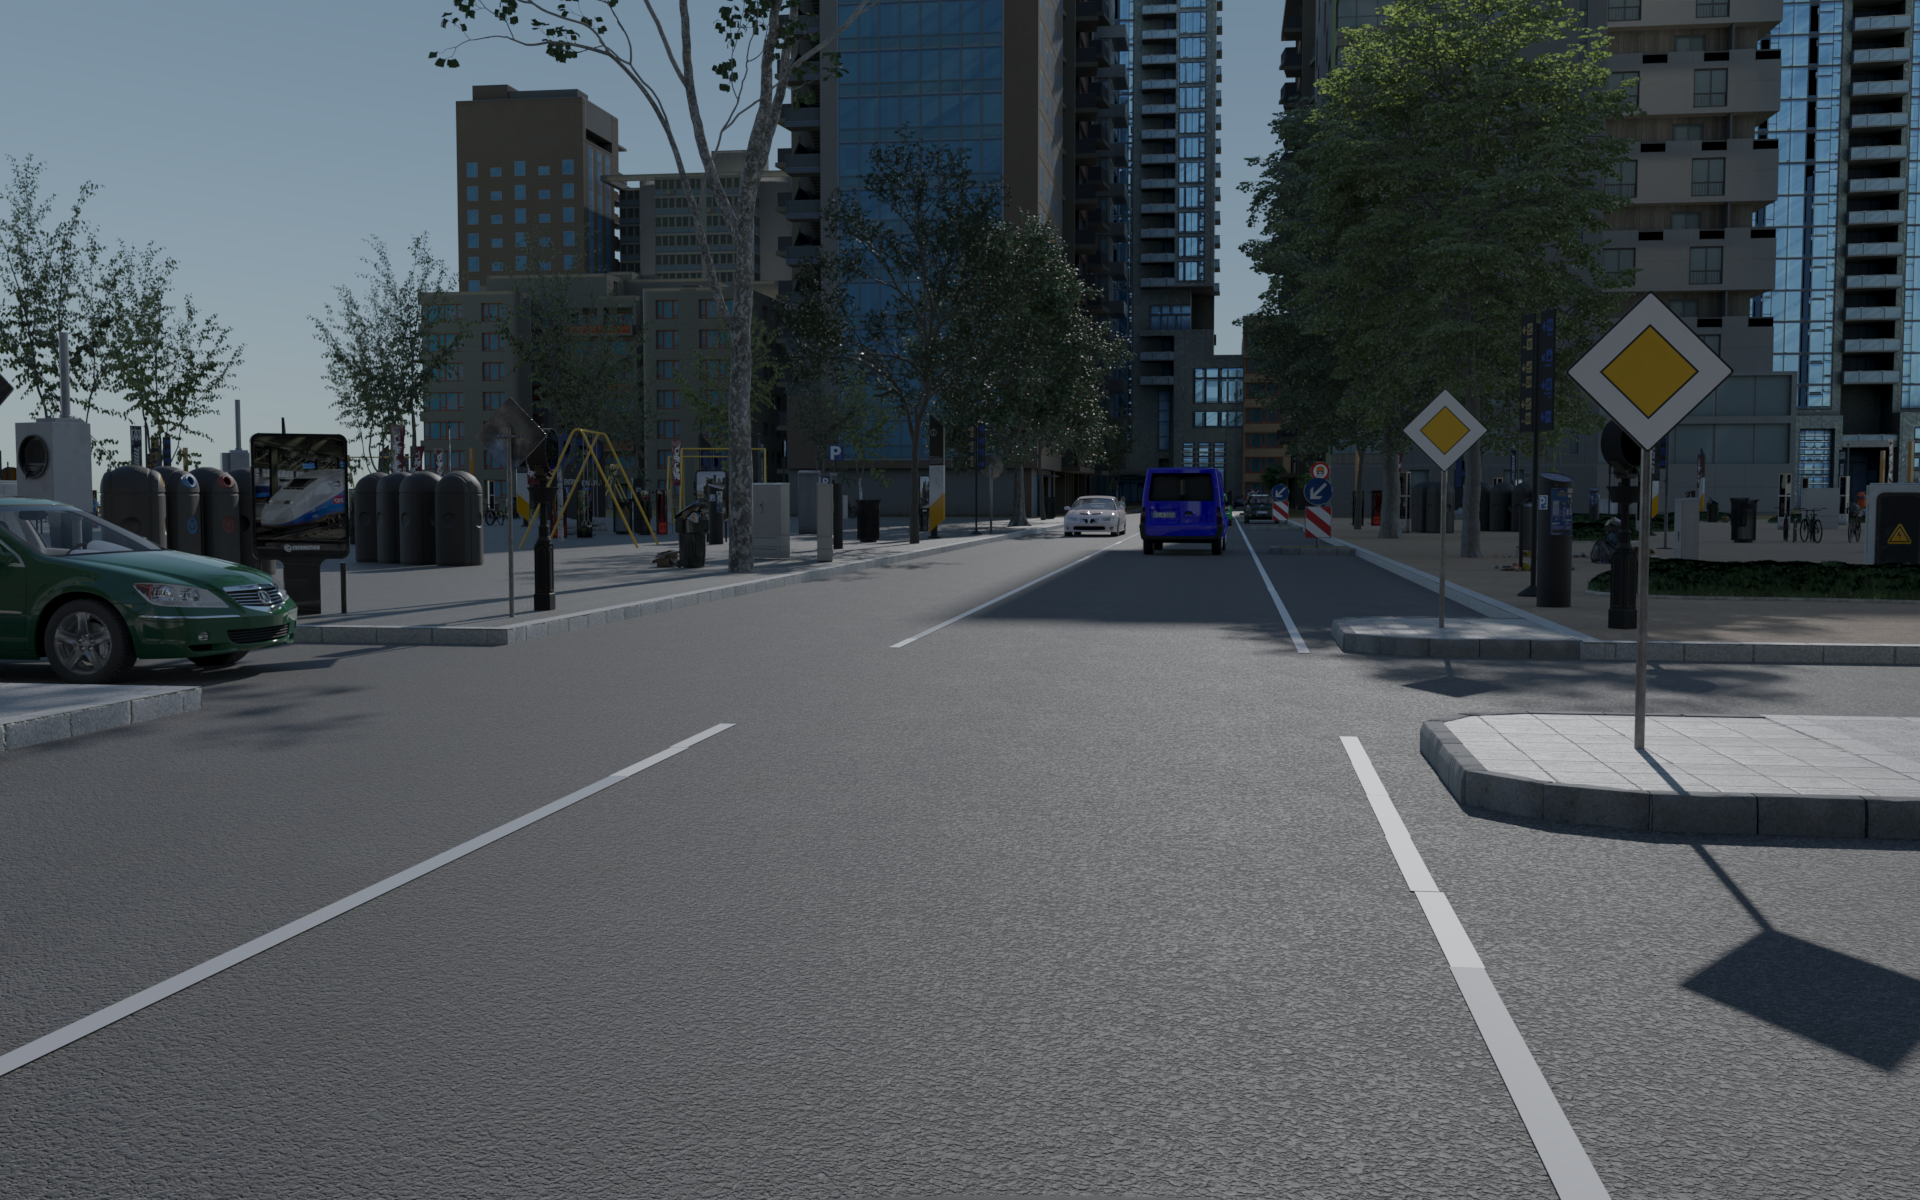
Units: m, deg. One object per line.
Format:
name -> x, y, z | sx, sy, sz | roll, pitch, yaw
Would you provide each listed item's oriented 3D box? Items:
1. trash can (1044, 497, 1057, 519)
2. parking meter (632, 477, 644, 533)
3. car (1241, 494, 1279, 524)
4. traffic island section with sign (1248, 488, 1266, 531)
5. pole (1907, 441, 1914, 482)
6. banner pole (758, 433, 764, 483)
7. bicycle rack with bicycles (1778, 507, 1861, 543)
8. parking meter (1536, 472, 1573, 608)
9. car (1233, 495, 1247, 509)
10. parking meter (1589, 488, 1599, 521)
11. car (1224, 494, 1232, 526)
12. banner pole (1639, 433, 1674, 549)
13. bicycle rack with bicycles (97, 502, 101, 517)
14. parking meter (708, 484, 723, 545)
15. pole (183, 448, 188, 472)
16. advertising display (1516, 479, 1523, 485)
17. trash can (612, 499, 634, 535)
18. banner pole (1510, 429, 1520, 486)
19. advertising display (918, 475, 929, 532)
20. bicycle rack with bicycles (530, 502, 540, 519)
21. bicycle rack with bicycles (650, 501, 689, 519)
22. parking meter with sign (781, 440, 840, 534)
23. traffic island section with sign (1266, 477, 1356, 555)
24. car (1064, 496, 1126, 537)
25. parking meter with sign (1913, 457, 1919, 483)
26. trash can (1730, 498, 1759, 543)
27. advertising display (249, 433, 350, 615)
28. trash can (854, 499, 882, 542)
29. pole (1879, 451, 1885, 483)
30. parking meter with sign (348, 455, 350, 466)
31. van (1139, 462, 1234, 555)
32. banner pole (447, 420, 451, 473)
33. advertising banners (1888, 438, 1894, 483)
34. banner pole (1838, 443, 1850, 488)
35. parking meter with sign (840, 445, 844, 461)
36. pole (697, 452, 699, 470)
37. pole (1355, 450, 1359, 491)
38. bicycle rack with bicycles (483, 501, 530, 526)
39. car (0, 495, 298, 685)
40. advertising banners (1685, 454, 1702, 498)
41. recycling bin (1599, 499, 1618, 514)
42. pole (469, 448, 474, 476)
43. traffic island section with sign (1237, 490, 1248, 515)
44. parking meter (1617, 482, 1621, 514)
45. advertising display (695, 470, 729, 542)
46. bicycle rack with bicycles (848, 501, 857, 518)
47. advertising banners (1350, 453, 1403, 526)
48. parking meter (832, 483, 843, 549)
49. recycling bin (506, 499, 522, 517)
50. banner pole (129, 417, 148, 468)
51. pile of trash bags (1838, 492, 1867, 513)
trash can -> 4.617, -4.731, 89.003 | 0.748, 1.137, 0.748 | 0, 3, 0
parking meter -> -10.652, -3.156, 57.318 | 0.399, 1.863, 0.255 | -1, 4, -11
car -> 14.805, -4.595, 84.906 | 2.009, 1.686, 4.222 | 1, 4, 10
traffic island section with sign -> 12.500, -3.650, 68.312 | 1.989, 1.847, 2.006 | 1, 4, 9
pole -> 36.694, -4.469, 66.904 | 0.158, 3.312, 0.155 | 0, 3, 0
banner pole -> -8.184, -4.971, 71.296 | 0.401, 3.779, 0.863 | 1, 4, 8
bicycle rack with bicycles -> 23.009, -1.995, 45.997 | 2.852, 0.926, 2.925 | 2, 4, 28
parking meter -> 6.762, -0.690, 19.686 | 0.372, 1.533, 0.369 | 0, 3, 0
car -> 26.854, -9.306, 164.733 | 1.945, 1.354, 3.894 | 1, 4, 8
parking meter -> 25.710, -3.780, 70.209 | 0.372, 1.533, 0.369 | 0, 3, 0
car -> 11.526, -4.311, 79.276 | 1.959, 1.807, 4.718 | 0, 4, 7
banner pole -> 16.290, -3.086, 40.475 | 0.863, 3.779, 0.401 | 3, 4, 38
bicycle rack with bicycles -> -46.988, -4.913, 93.711 | 2.852, 0.926, 2.925 | -3, 5, -41
parking meter -> -6.221, -2.185, 44.137 | 0.372, 1.533, 0.369 | 0, 3, 0
pole -> -33.907, -5.018, 75.893 | 0.158, 3.312, 0.155 | 0, 3, 0
advertising display -> 24.590, -4.355, 76.426 | 0.123, 1.923, 0.974 | 3, 4, 36
trash can -> -10.731, -2.658, 55.114 | 0.748, 1.137, 0.748 | 0, 3, 0
banner pole -> 21.400, -4.695, 66.781 | 0.401, 3.779, 0.863 | -1, 4, -9
advertising display -> -1.261, -3.323, 59.543 | 0.123, 1.923, 0.974 | 1, 4, 19
bicycle rack with bicycles -> -22.304, -4.597, 88.535 | 2.852, 0.926, 2.925 | 0, 4, 5
bicycle rack with bicycles -> -15.216, -4.617, 88.871 | 2.852, 0.926, 2.925 | -1, 4, -21
parking meter with sign -> -4.848, -3.644, 55.835 | 1.738, 3.016, 0.543 | 0, 4, 1
traffic island section with sign -> 8.461, -2.020, 41.661 | 1.989, 1.847, 2.006 | 1, 4, 9
car -> 4.715, -2.918, 60.064 | 2.083, 1.381, 4.827 | 1, 4, 10
parking meter with sign -> 44.563, -5.166, 80.726 | 1.738, 3.016, 0.543 | -3, 4, -37
trash can -> 20.647, -2.077, 45.619 | 0.748, 1.137, 0.748 | 0, 3, 0
advertising display -> -7.015, -0.808, 18.427 | 0.974, 1.923, 0.123 | -2, 4, -28
trash can -> -2.447, -2.115, 46.228 | 0.748, 1.137, 0.748 | 0, 3, 0
pole -> 43.294, -5.351, 81.340 | 0.158, 3.312, 0.155 | 0, 3, 0
parking meter with sign -> -27.388, -4.900, 76.368 | 0.543, 3.016, 1.738 | 0, 4, -4
van -> 5.557, -2.332, 42.507 | 2.240, 2.365, 5.245 | 1, 4, 10
banner pole -> -17.067, -4.157, 57.988 | 0.401, 3.779, 0.863 | -1, 4, -18
advertising banners -> 29.830, -3.603, 55.105 | 2.074, 3.025, 0.090 | -3, 5, -44
banner pole -> 43.650, -5.842, 85.534 | 0.401, 3.779, 0.863 | -1, 4, -12
parking meter with sign -> -4.662, -3.969, 61.162 | 0.543, 3.016, 1.738 | 1, 4, 16
pole -> -12.674, -5.533, 84.309 | 0.158, 3.312, 0.155 | 0, 3, 0
pole -> 18.453, -5.296, 80.431 | 0.158, 3.312, 0.155 | 0, 3, 0
bicycle rack with bicycles -> -19.864, -3.534, 71.167 | 2.852, 0.926, 2.925 | 2, 4, 32
car -> -7.834, -0.138, 14.047 | 4.920, 1.459, 2.131 | 1, 4, 10
advertising banners -> 32.679, -4.954, 77.185 | 0.090, 3.025, 2.074 | 0, 4, 6
recycling bin -> 32.591, -4.556, 87.043 | 0.722, 1.027, 0.722 | -3, 5, -39
pole -> -21.537, -5.054, 76.471 | 0.158, 3.312, 0.155 | 0, 3, 0
traffic island section with sign -> 19.989, -6.668, 117.650 | 1.989, 1.847, 2.006 | 1, 4, 9
parking meter -> 31.765, -4.744, 83.276 | 0.255, 1.863, 0.399 | 1, 4, 19
advertising display -> -6.645, -2.521, 46.426 | 0.974, 1.923, 0.123 | 2, 4, 23
bicycle rack with bicycles -> -6.234, -4.844, 92.583 | 2.925, 0.926, 2.852 | 1, 4, 12
advertising banners -> 16.784, -4.498, 69.726 | 2.074, 3.025, 0.090 | 1, 4, 11
parking meter -> -2.923, -1.963, 40.500 | 0.372, 1.533, 0.369 | 0, 3, 0
recycling bin -> -24.534, -5.079, 95.588 | 0.722, 1.027, 0.722 | 2, 4, 24
banner pole -> -26.437, -4.031, 55.921 | 0.401, 3.779, 0.863 | 1, 4, 22
pile of trash bags -> 40.844, -4.299, 80.045 | 3.447, 1.369, 1.912 | -2, 4, -30
